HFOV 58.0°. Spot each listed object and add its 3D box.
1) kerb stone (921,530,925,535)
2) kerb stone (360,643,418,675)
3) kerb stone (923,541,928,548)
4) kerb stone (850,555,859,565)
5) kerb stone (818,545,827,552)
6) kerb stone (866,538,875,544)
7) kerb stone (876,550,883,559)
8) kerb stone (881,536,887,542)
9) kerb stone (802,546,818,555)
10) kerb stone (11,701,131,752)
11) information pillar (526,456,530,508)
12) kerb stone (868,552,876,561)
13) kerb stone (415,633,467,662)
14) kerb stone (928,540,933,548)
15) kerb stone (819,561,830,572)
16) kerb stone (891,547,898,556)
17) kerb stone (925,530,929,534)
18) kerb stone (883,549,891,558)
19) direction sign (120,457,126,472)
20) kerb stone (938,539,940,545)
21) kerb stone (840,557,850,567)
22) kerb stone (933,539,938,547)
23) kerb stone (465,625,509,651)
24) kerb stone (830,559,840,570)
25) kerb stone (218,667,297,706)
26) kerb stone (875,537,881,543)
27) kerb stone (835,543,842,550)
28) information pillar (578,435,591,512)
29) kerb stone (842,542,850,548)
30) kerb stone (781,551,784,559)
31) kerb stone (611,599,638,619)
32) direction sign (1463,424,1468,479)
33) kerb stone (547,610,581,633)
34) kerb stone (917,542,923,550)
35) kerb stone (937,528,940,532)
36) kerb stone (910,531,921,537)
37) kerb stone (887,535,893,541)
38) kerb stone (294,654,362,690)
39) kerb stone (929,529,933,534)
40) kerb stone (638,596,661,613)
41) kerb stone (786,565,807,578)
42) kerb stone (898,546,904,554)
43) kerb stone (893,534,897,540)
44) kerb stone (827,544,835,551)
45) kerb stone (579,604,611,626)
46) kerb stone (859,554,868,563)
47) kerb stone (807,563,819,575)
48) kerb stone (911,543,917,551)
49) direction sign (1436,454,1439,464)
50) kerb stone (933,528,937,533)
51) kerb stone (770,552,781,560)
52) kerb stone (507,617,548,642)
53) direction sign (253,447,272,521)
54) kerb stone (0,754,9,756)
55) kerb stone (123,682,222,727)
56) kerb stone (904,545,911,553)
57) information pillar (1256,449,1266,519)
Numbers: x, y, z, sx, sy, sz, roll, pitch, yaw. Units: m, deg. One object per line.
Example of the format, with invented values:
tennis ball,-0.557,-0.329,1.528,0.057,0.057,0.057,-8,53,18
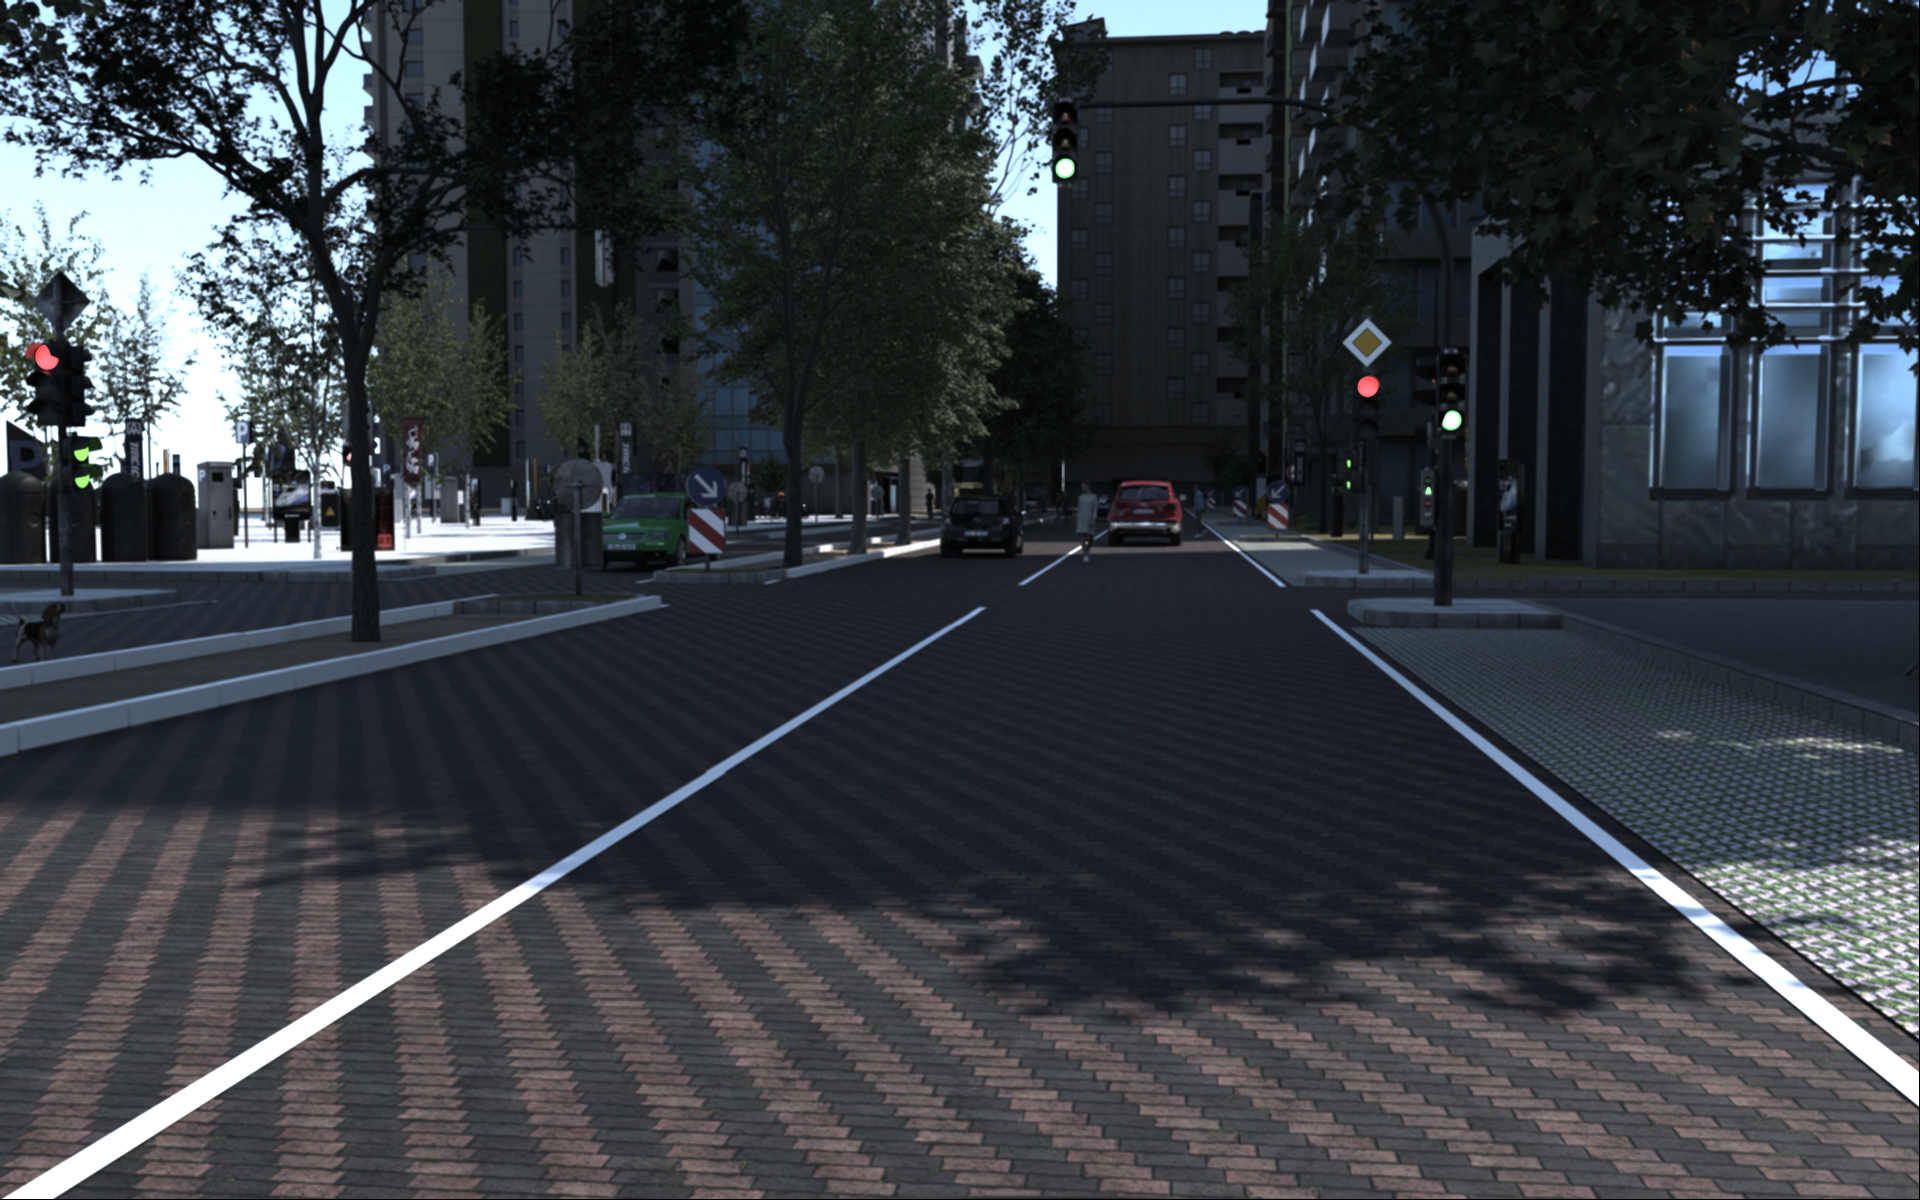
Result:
kerb stone,-1.422,-2.295,59.760,0.120,0.150,1.000,0,4,7
kerb stone,-4.734,0.494,14.191,0.120,0.150,1.000,0,4,7
kerb stone,-1.038,-1.412,45.280,0.120,0.150,1.000,0,4,7
kerb stone,-2.241,-0.789,35.101,0.120,0.150,1.000,0,4,7
kerb stone,-3.481,-1.240,42.477,0.120,0.150,1.000,0,4,7
kerb stone,-2.637,-1.676,49.592,0.120,0.150,1.000,0,4,7
kerb stone,-1.882,-0.971,38.162,0.120,0.150,1.000,0,4,7
kerb stone,-2.390,-1.796,51.623,0.120,0.150,1.000,0,4,7
kerb stone,-3.608,-1.176,41.462,0.120,0.150,1.000,0,4,7
kerb stone,-5.221,0.738,10.129,0.120,0.150,1.000,0,4,7
information pillar,-26.836,-7.114,107.669,0.183,3.616,0.504,-2,4,-28
kerb stone,-1.999,-0.905,37.145,0.120,0.150,1.000,0,4,7
kerb stone,-4.615,0.427,15.216,0.120,0.150,1.000,0,4,7
kerb stone,-0.909,-1.474,46.294,0.120,0.150,1.000,0,4,7
kerb stone,-2.600,-0.600,32.039,0.120,0.150,1.000,0,4,7
kerb stone,-1.638,-1.101,40.197,0.120,0.150,1.000,0,4,7
kerb stone,-1.300,-2.352,60.782,0.120,0.150,1.000,0,4,7
kerb stone,-1.750,-1.039,39.181,0.120,0.150,1.000,0,4,7
direction sign,-51.589,-7.026,106.870,0.876,3.537,0.379,3,5,41
kerb stone,-0.664,-1.598,48.329,0.120,0.150,1.000,0,4,7
kerb stone,-2.366,-0.727,34.086,0.120,0.150,1.000,0,4,7
kerb stone,-0.784,-1.532,47.313,0.120,0.150,1.000,0,4,7
kerb stone,-4.498,0.365,16.232,0.120,0.150,1.000,0,4,7
kerb stone,-2.493,-0.664,33.059,0.120,0.150,1.000,0,4,7
kerb stone,-4.979,0.614,12.158,0.120,0.150,1.000,0,4,7
kerb stone,-2.510,-1.738,50.607,0.120,0.150,1.000,0,4,7
kerb stone,-3.239,-1.362,44.507,0.120,0.150,1.000,0,4,7
information pillar,-14.978,-4.755,69.094,0.504,3.616,0.183,0,4,-6
kerb stone,-3.115,-1.427,45.523,0.120,0.150,1.000,0,4,7
kerb stone,-3.958,-0.992,38.415,0.120,0.150,1.000,0,4,7
kerb stone,-4.011,0.118,20.296,0.120,0.150,1.000,0,4,7
direction sign,16.569,-3.941,56.435,0.379,3.537,0.876,3,4,37
kerb stone,-4.254,0.241,18.261,0.120,0.150,1.000,0,4,7
kerb stone,-1.151,-1.350,44.264,0.120,0.150,1.000,0,4,7
kerb stone,-0.935,-2.544,63.840,0.120,0.150,1.000,0,4,7
kerb stone,-1.543,-2.233,58.731,0.120,0.150,1.000,0,4,7
kerb stone,-2.266,-1.862,52.637,0.120,0.150,1.000,0,4,7
kerb stone,-4.857,0.552,13.176,0.120,0.150,1.000,0,4,7
kerb stone,-1.173,-2.422,61.796,0.120,0.150,1.000,0,4,7
kerb stone,-3.881,0.054,21.310,0.120,0.150,1.000,0,4,7
kerb stone,-2.848,-0.477,30.001,0.120,0.150,1.000,0,4,7
kerb stone,-1.515,-1.163,41.215,0.120,0.150,1.000,0,4,7
kerb stone,-2.149,-1.922,53.653,0.120,0.150,1.000,0,4,7
kerb stone,-3.354,-1.302,43.491,0.120,0.150,1.000,0,4,7
kerb stone,-4.131,0.179,19.275,0.120,0.150,1.000,0,4,7
kerb stone,-2.123,-0.851,36.116,0.120,0.150,1.000,0,4,7
kerb stone,-2.734,-0.539,31.018,0.120,0.150,1.000,0,4,7
kerb stone,-1.269,-1.288,43.249,0.120,0.150,1.000,0,4,7
direction sign,15.607,-3.940,56.419,0.379,3.537,0.876,-1,4,-14
kerb stone,-1.064,-2.484,62.812,0.120,0.150,1.000,0,4,7
kerb stone,-4.085,-0.926,37.399,0.120,0.150,1.000,0,4,7
kerb stone,-4.369,0.303,17.245,0.120,0.150,1.000,0,4,7
direction sign,-33.652,-5.604,83.626,0.876,3.537,0.379,0,4,4
kerb stone,-5.342,0.800,9.108,0.120,0.150,1.000,0,4,7
kerb stone,-5.097,0.676,11.143,0.120,0.150,1.000,0,4,7
kerb stone,-1.393,-1.224,42.230,0.120,0.150,1.000,0,4,7
information pillar,15.442,-5.961,88.814,0.504,3.616,0.183,0,4,6
